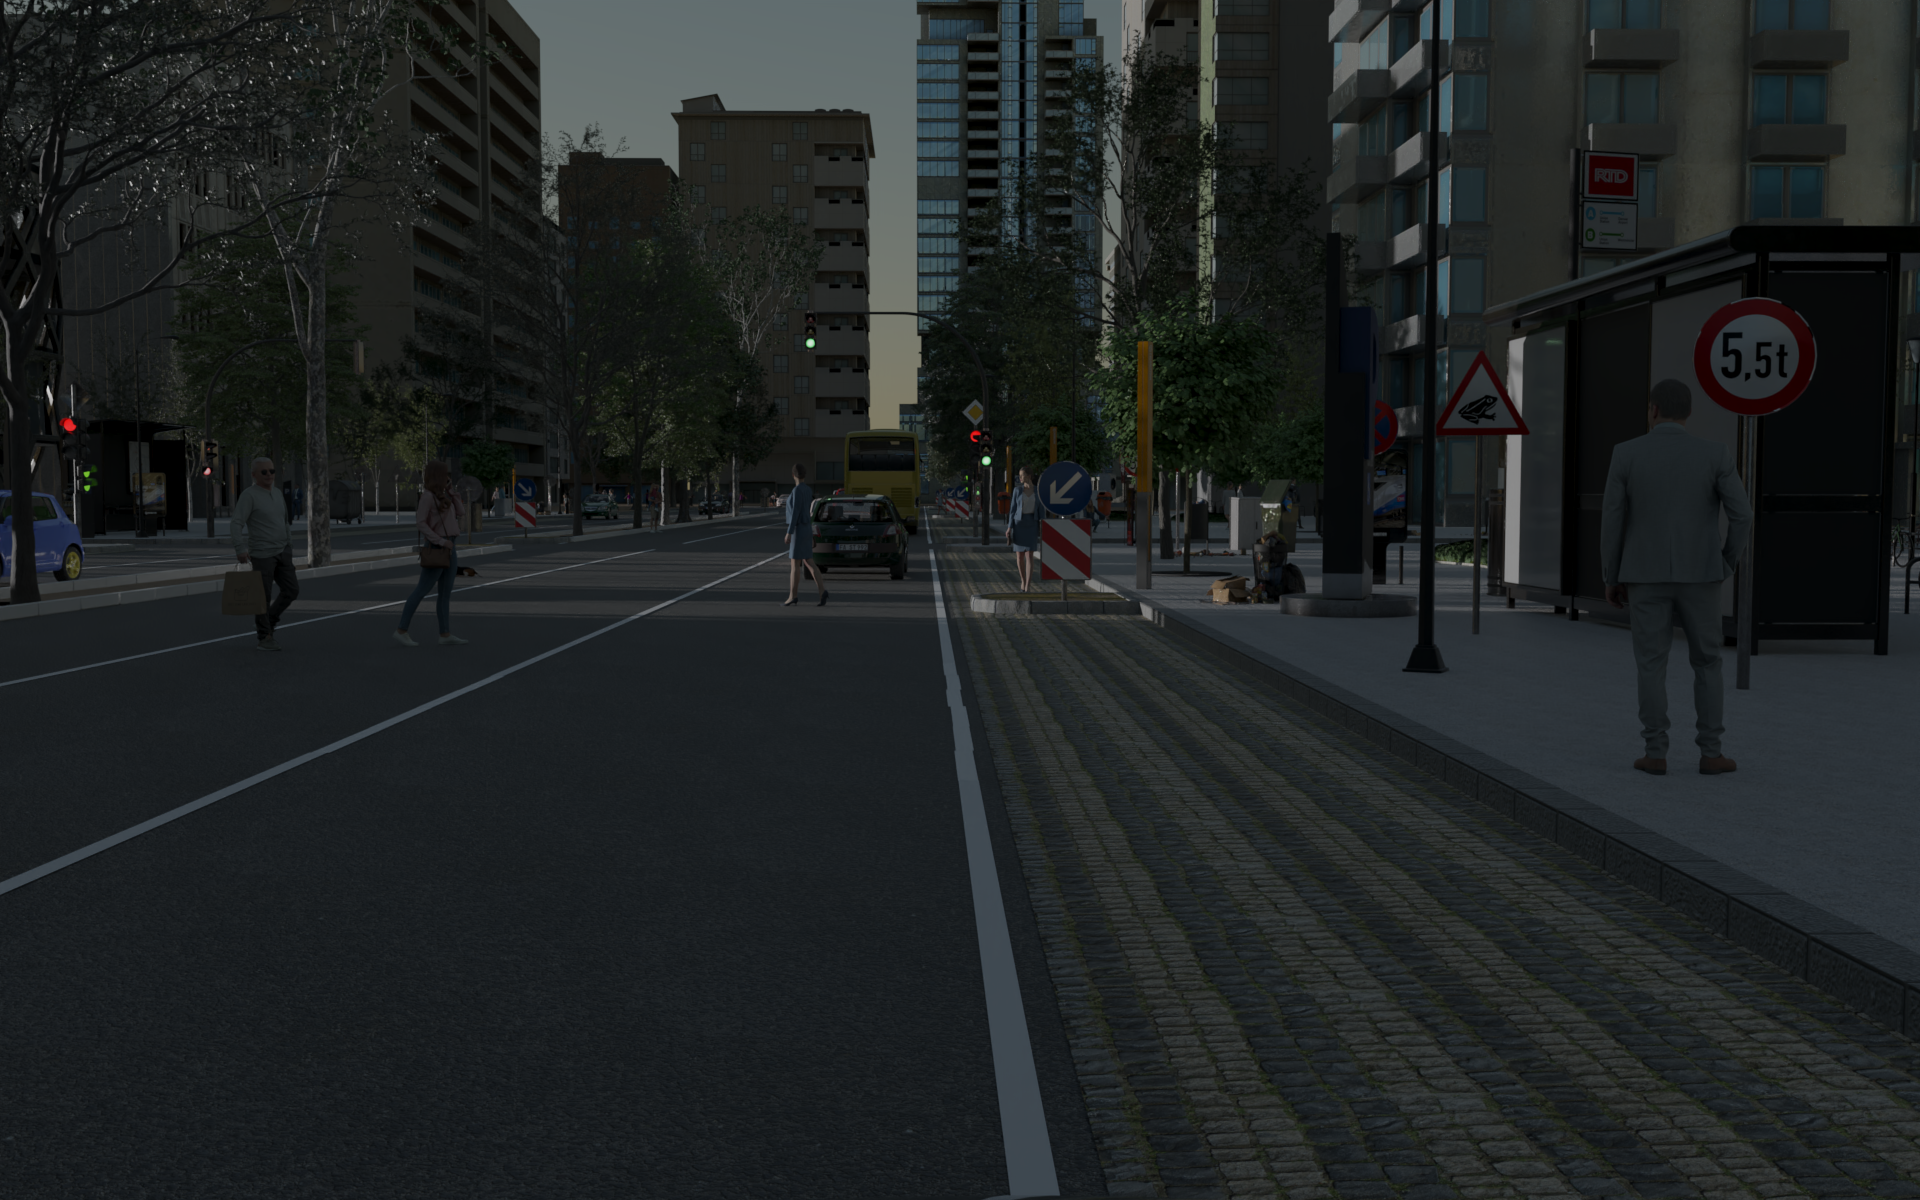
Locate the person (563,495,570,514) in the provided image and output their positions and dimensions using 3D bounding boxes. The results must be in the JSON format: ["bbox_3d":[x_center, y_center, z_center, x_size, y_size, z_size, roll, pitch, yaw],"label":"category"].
[{"bbox_3d":[-25.517,-6.214,112.329,0.352,1.250,0.332,-3,5,-43],"label":"person"}]

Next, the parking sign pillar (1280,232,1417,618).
[{"bbox_3d":[4.175,-1.838,18.525,1.447,3.967,1.447,1,4,18],"label":"parking sign pillar"}]

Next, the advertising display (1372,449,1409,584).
[{"bbox_3d":[5.867,-1.184,24.572,0.974,1.923,0.123,0,4,-8],"label":"advertising display"}]

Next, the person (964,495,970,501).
[{"bbox_3d":[0.477,-8.792,150.324,0.617,1.759,0.750,1,4,13],"label":"person"}]

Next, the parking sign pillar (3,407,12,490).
[{"bbox_3d":[-29.619,-4.022,54.228,1.447,3.967,1.447,-2,4,-35],"label":"parking sign pillar"}]

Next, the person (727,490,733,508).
[{"bbox_3d":[-23.455,-10.270,176.278,0.709,1.838,0.599,2,4,34],"label":"person"}]

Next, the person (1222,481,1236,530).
[{"bbox_3d":[9.635,-3.356,61.672,0.466,1.731,0.760,-2,4,-24],"label":"person"}]

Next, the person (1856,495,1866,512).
[{"bbox_3d":[23.015,-2.055,44.310,0.373,1.253,0.362,0,4,4],"label":"person"}]

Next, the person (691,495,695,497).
[{"bbox_3d":[-28.484,-10.856,184.354,0.721,1.723,1.217,-2,4,-34],"label":"person"}]

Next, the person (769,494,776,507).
[{"bbox_3d":[-20.290,-10.768,187.747,0.628,1.438,0.799,3,4,38],"label":"person"}]

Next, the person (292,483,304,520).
[{"bbox_3d":[-32.520,-4.810,84.864,0.721,1.800,0.419,0,4,6],"label":"person"}]

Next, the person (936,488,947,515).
[{"bbox_3d":[-1.286,-6.675,117.738,0.778,1.811,0.616,-1,4,-14],"label":"person"}]

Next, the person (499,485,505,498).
[{"bbox_3d":[-27.106,-5.895,102.288,0.748,1.841,0.638,-2,4,-26],"label":"person"}]

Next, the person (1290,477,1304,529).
[{"bbox_3d":[12.449,-3.611,64.448,0.648,1.900,0.474,3,4,36],"label":"person"}]

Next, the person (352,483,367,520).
[{"bbox_3d":[-29.835,-4.890,85.834,0.795,1.843,0.661,-3,5,-41],"label":"person"}]

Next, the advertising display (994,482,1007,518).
[{"bbox_3d":[2.229,-5.402,93.535,0.123,1.923,0.974,-3,5,-44],"label":"advertising display"}]

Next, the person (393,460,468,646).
[{"bbox_3d":[-5.026,-0.447,16.407,0.643,1.750,0.593,0,4,4],"label":"person"}]

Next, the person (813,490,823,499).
[{"bbox_3d":[-14.668,-10.368,178.021,1.348,1.824,0.705,-1,4,-13],"label":"person"}]

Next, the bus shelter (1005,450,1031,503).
[{"bbox_3d":[3.534,-7.495,100.176,2.179,5.291,8.768,0,4,-1],"label":"bus shelter"}]

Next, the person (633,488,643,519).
[{"bbox_3d":[-18.109,-5.429,97.523,0.793,1.790,0.793,2,4,24],"label":"person"}]

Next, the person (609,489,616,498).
[{"bbox_3d":[-23.736,-6.705,118.306,0.466,1.800,0.511,-1,4,-11],"label":"person"}]

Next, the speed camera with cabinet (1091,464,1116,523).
[{"bbox_3d":[6.234,-5.015,76.323,0.660,3.252,2.038,2,4,28],"label":"speed camera with cabinet"}]

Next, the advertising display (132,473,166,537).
[{"bbox_3d":[-24.486,-2.882,52.333,0.123,1.923,0.974,3,4,37],"label":"advertising display"}]

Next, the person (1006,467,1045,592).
[{"bbox_3d":[0.978,-1.008,24.998,0.581,1.822,0.654,1,4,16],"label":"person"}]

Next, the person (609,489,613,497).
[{"bbox_3d":[-21.558,-5.992,107.212,0.466,1.731,0.760,3,5,44],"label":"person"}]

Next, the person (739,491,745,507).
[{"bbox_3d":[-23.613,-10.894,187.301,1.217,1.739,0.721,-2,4,-34],"label":"person"}]

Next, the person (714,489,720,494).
[{"bbox_3d":[-27.329,-11.531,194.571,1.348,1.824,0.705,-1,4,-20],"label":"person"}]

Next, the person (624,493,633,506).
[{"bbox_3d":[-36.279,-11.044,189.837,0.991,1.433,0.599,-1,4,-9],"label":"person"}]

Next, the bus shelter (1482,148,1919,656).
[{"bbox_3d":[6.962,-2.461,17.865,2.179,5.291,8.768,0,4,-1],"label":"bus shelter"}]

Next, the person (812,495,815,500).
[{"bbox_3d":[-11.309,-7.380,128.786,1.348,1.869,0.705,-2,4,-32],"label":"person"}]

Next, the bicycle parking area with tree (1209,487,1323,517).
[{"bbox_3d":[17.639,-6.599,94.899,8.231,4.147,9.016,0,4,6],"label":"bicycle parking area with tree"}]

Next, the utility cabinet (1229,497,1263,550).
[{"bbox_3d":[6.655,-1.773,40.155,0.306,1.237,1.020,3,5,45],"label":"utility cabinet"}]

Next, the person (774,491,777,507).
[{"bbox_3d":[-21.106,-11.490,197.145,0.721,1.735,1.217,0,4,-3],"label":"person"}]

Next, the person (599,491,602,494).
[{"bbox_3d":[-41.794,-11.860,201.424,0.593,1.643,0.415,-3,5,-40],"label":"person"}]

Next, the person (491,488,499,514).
[{"bbox_3d":[-30.144,-6.449,112.156,0.598,1.740,0.731,1,4,9],"label":"person"}]

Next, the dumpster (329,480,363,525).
[{"bbox_3d":[-26.066,-4.113,73.012,1.264,1.857,1.865,0,4,-1],"label":"dumpster"}]

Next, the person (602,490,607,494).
[{"bbox_3d":[-39.945,-11.498,194.696,0.621,1.740,0.551,3,4,38],"label":"person"}]

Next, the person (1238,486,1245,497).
[{"bbox_3d":[16.171,-5.766,100.196,0.818,1.842,0.514,0,4,3],"label":"person"}]

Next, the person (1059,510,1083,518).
[{"bbox_3d":[3.292,-2.762,51.549,0.694,1.780,0.624,-2,4,-27],"label":"person"}]

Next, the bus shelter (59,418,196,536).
[{"bbox_3d":[-27.012,-3.989,56.498,1.731,3.624,6.357,0,4,-1],"label":"bus shelter"}]

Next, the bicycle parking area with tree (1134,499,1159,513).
[{"bbox_3d":[15.356,-8.057,118.726,8.231,4.147,9.016,1,4,11],"label":"bicycle parking area with tree"}]

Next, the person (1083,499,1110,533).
[{"bbox_3d":[4.470,-2.818,57.613,1.012,1.151,0.738,-1,4,-12],"label":"person"}]

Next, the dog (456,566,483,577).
[{"bbox_3d":[-8.634,-0.593,29.886,0.748,0.427,0.550,3,5,39],"label":"dog"}]

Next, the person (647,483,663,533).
[{"bbox_3d":[-11.308,-3.406,64.170,0.573,1.828,0.580,0,4,-1],"label":"person"}]

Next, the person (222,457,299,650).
[{"bbox_3d":[-6.414,-0.417,15.798,0.515,1.767,0.782,1,4,18],"label":"person"}]

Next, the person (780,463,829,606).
[{"bbox_3d":[-1.995,-0.829,22.071,0.654,1.822,0.581,2,4,34],"label":"person"}]

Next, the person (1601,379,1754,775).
[{"bbox_3d":[3.282,-0.111,7.961,0.635,1.810,0.391,1,4,13],"label":"person"}]

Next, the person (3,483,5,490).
[{"bbox_3d":[-36.775,-3.688,66.766,0.576,1.772,0.534,2,4,27],"label":"person"}]

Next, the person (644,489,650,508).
[{"bbox_3d":[-29.927,-9.712,165.510,0.721,1.739,1.217,2,4,32],"label":"person"}]

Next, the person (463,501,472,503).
[{"bbox_3d":[-20.701,-3.935,73.016,0.526,1.800,0.537,-3,5,-44],"label":"person"}]

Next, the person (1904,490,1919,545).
[{"bbox_3d":[23.563,-2.176,42.372,0.760,1.731,0.466,0,4,4],"label":"person"}]

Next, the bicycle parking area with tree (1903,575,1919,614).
[{"bbox_3d":[14.802,-1.944,18.791,8.231,4.147,9.016,-2,4,-34],"label":"bicycle parking area with tree"}]
